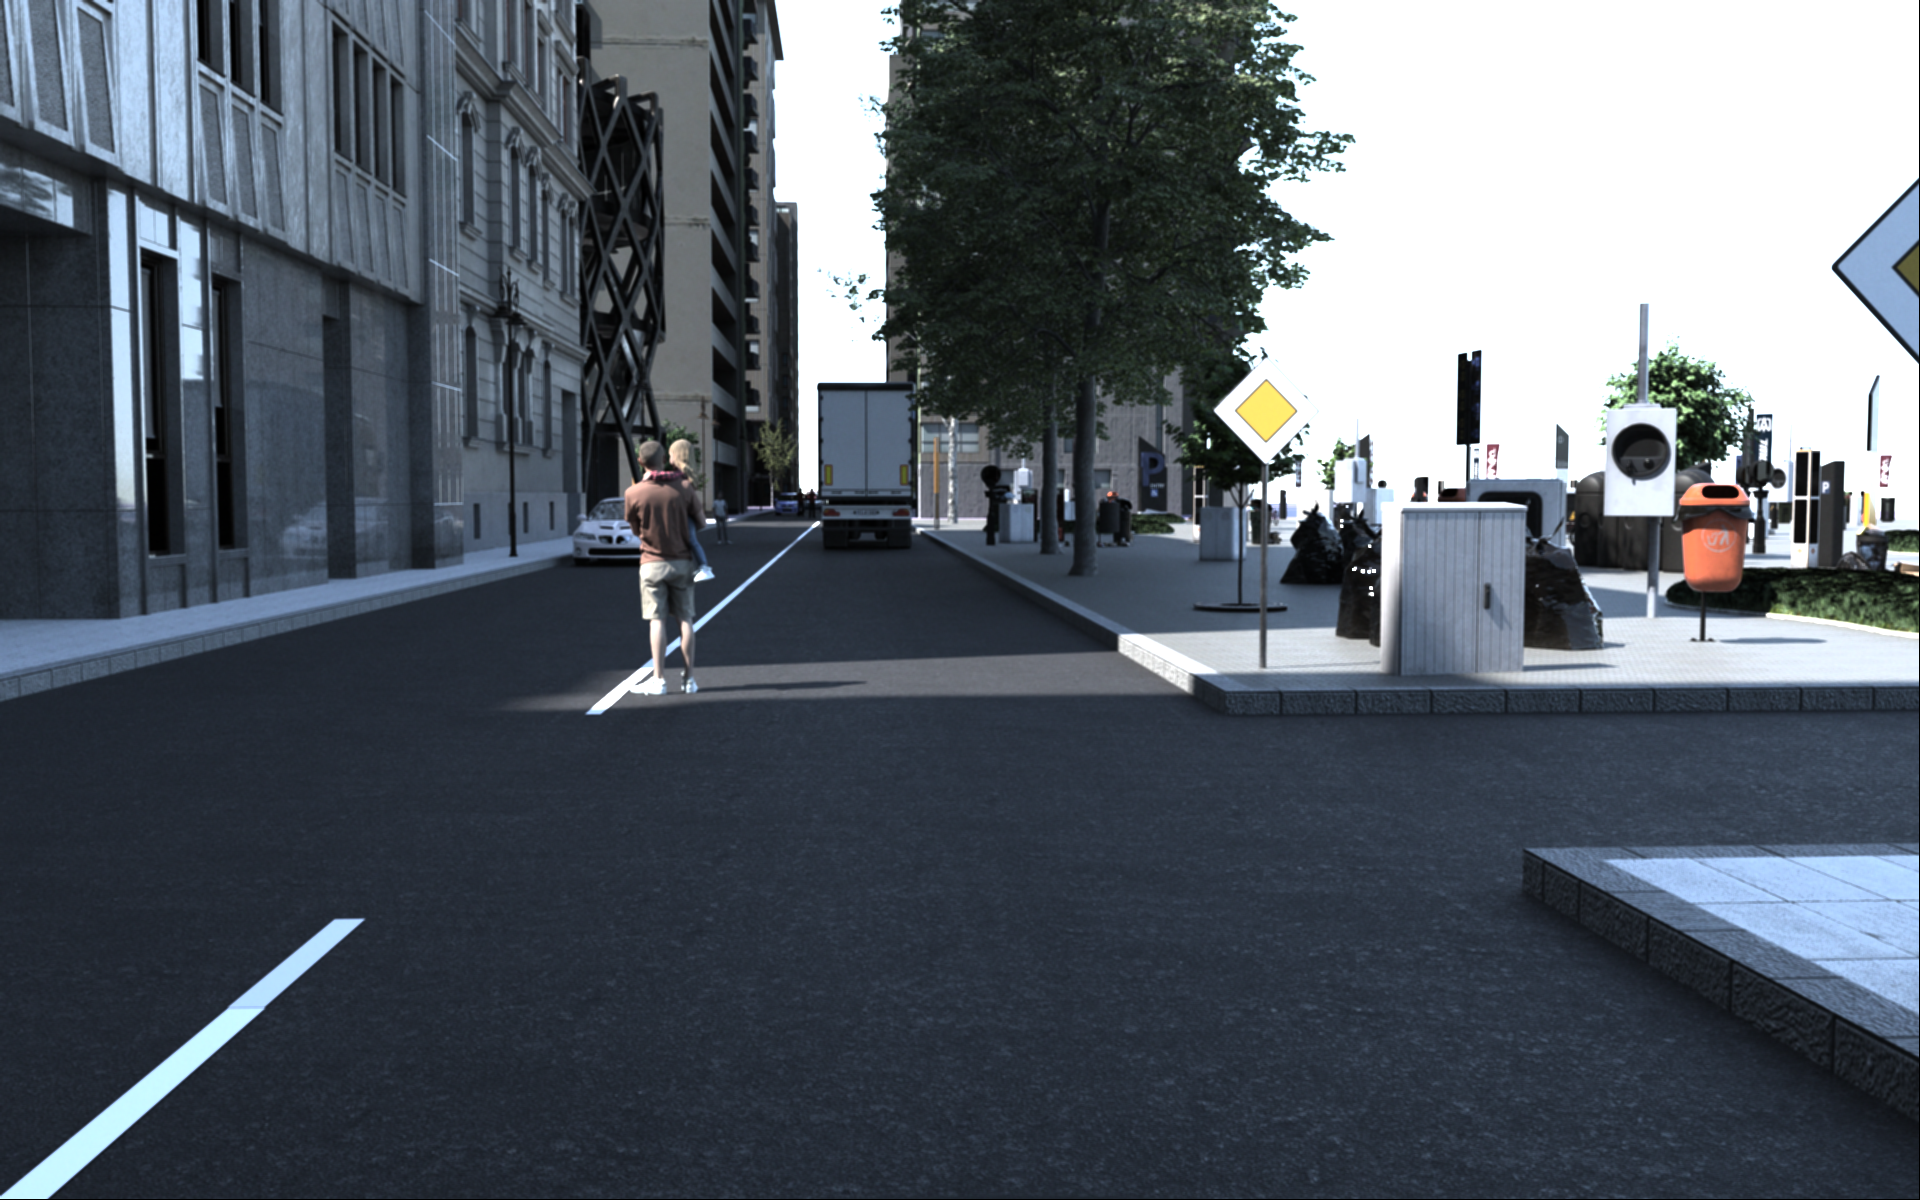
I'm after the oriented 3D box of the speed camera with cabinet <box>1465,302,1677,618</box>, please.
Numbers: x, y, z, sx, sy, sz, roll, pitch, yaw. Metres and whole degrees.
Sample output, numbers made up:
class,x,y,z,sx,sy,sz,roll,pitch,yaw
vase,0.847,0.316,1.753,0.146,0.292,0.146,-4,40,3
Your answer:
class,x,y,z,sx,sy,sz,roll,pitch,yaw
speed camera with cabinet,6.369,-1.453,18.088,2.038,3.252,0.660,1,4,23

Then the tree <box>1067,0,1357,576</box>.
class,x,y,z,sx,sy,sz,roll,pitch,yaw
tree,2.385,-6.667,27.126,7.486,12.596,7.792,0,3,0

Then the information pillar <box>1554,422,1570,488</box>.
class,x,y,z,sx,sy,sz,roll,pitch,yaw
information pillar,19.712,-4.002,56.780,0.504,3.616,0.183,-1,4,-11

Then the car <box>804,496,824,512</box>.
class,x,y,z,sx,sy,sz,roll,pitch,yaw
car,-11.701,-7.672,137.437,2.014,1.417,4.499,0,4,-6

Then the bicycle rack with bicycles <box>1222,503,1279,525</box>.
class,x,y,z,sx,sy,sz,roll,pitch,yaw
bicycle rack with bicycles,11.808,-3.558,71.562,2.852,0.926,2.925,0,4,1

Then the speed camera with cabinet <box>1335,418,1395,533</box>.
class,x,y,z,sx,sy,sz,roll,pitch,yaw
speed camera with cabinet,10.634,-3.127,45.456,2.038,3.252,0.660,-3,5,-44

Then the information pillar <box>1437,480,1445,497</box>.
class,x,y,z,sx,sy,sz,roll,pitch,yaw
information pillar,24.905,-5.212,89.701,0.304,2.012,0.304,-3,5,-44

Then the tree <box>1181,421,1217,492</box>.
class,x,y,z,sx,sy,sz,roll,pitch,yaw
tree,9.660,-4.823,62.574,4.285,4.588,4.351,0,3,0

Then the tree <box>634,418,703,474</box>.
class,x,y,z,sx,sy,sz,roll,pitch,yaw
tree,-12.598,-5.578,74.913,4.285,4.588,4.351,0,3,0

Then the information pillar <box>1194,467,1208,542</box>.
class,x,y,z,sx,sy,sz,roll,pitch,yaw
information pillar,6.402,-2.540,46.014,0.304,2.012,0.304,2,4,28

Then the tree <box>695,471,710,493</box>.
class,x,y,z,sx,sy,sz,roll,pitch,yaw
tree,-13.227,-5.585,85.913,1.663,3.219,1.824,0,3,0

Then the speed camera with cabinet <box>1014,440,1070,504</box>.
class,x,y,z,sx,sy,sz,roll,pitch,yaw
speed camera with cabinet,3.029,-4.270,64.157,2.038,3.252,0.660,0,4,0

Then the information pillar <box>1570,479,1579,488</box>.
class,x,y,z,sx,sy,sz,roll,pitch,yaw
information pillar,30.588,-5.005,86.322,0.304,2.012,0.304,-1,4,-15

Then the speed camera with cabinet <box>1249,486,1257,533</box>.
class,x,y,z,sx,sy,sz,roll,pitch,yaw
speed camera with cabinet,9.443,-3.867,57.556,0.660,3.252,2.038,1,4,19

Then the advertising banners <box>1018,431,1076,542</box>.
class,x,y,z,sx,sy,sz,roll,pitch,yaw
advertising banners,2.549,-3.080,46.542,2.074,3.025,0.090,-1,4,-17

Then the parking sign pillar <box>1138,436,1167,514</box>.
class,x,y,z,sx,sy,sz,roll,pitch,yaw
parking sign pillar,8.989,-5.648,80.813,1.447,3.967,1.447,-1,4,-14

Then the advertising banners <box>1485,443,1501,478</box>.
class,x,y,z,sx,sy,sz,roll,pitch,yaw
advertising banners,17.737,-3.908,60.080,2.074,3.025,0.090,3,5,42

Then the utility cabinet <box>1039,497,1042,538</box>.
class,x,y,z,sx,sy,sz,roll,pitch,yaw
utility cabinet,2.650,-2.405,50.486,0.306,1.237,1.020,2,4,27

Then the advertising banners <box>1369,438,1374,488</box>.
class,x,y,z,sx,sy,sz,roll,pitch,yaw
advertising banners,13.350,-3.618,55.344,0.090,3.025,2.074,2,4,29

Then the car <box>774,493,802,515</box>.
class,x,y,z,sx,sy,sz,roll,pitch,yaw
car,-11.661,-6.629,117.970,1.945,1.707,3.694,0,4,-2

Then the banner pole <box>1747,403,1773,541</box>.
class,x,y,z,sx,sy,sz,roll,pitch,yaw
banner pole,21.811,-3.510,47.401,0.401,3.779,0.863,-3,5,-43

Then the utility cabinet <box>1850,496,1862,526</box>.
class,x,y,z,sx,sy,sz,roll,pitch,yaw
utility cabinet,36.734,-3.659,70.992,0.306,1.237,1.020,3,4,36

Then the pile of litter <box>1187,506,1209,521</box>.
class,x,y,z,sx,sy,sz,roll,pitch,yaw
pile of litter,11.719,-4.230,83.125,1.719,0.858,1.176,1,4,23

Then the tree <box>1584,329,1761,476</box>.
class,x,y,z,sx,sy,sz,roll,pitch,yaw
tree,14.042,-3.106,34.502,4.285,4.588,4.351,0,3,0

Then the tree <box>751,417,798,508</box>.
class,x,y,z,sx,sy,sz,roll,pitch,yaw
tree,-17.519,-13.039,163.557,4.737,8.622,4.395,0,3,0

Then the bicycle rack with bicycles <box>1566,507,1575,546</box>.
class,x,y,z,sx,sy,sz,roll,pitch,yaw
bicycle rack with bicycles,16.008,-2.033,46.626,2.852,0.926,2.925,0,4,6

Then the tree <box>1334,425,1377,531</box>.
class,x,y,z,sx,sy,sz,roll,pitch,yaw
tree,10.682,-3.321,48.894,1.663,3.219,1.824,0,3,0

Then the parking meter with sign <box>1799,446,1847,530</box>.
class,x,y,z,sx,sy,sz,roll,pitch,yaw
parking meter with sign,31.140,-4.047,62.426,0.543,3.016,1.738,-2,4,-24

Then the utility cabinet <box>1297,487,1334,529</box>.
class,x,y,z,sx,sy,sz,roll,pitch,yaw
utility cabinet,11.385,-2.865,55.522,1.173,1.500,0.318,3,5,42

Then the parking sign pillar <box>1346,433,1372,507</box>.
class,x,y,z,sx,sy,sz,roll,pitch,yaw
parking sign pillar,17.536,-5.392,76.632,1.447,3.967,1.447,2,4,33

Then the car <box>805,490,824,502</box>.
class,x,y,z,sx,sy,sz,roll,pitch,yaw
car,-14.636,-10.067,173.272,2.281,1.827,5.304,0,4,-5

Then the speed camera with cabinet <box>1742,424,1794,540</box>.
class,x,y,z,sx,sy,sz,roll,pitch,yaw
speed camera with cabinet,22.893,-3.361,49.294,0.660,3.252,2.038,-2,4,-24

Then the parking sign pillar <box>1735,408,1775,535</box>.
class,x,y,z,sx,sy,sz,roll,pitch,yaw
parking sign pillar,25.041,-4.056,54.782,1.447,3.967,1.447,1,4,15

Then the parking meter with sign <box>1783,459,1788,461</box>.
class,x,y,z,sx,sy,sz,roll,pitch,yaw
parking meter with sign,41.516,-5.457,85.478,0.543,3.016,1.738,-2,4,-26

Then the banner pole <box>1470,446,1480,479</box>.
class,x,y,z,sx,sy,sz,roll,pitch,yaw
banner pole,24.505,-5.663,82.613,0.401,3.779,0.863,-2,4,-24

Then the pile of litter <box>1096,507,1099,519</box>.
class,x,y,z,sx,sy,sz,roll,pitch,yaw
pile of litter,5.863,-3.450,70.367,1.719,0.858,1.176,0,4,8

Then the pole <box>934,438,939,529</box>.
class,x,y,z,sx,sy,sz,roll,pitch,yaw
pole,-0.842,-4.213,62.728,0.158,3.312,0.155,0,3,0

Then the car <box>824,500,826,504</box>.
class,x,y,z,sx,sy,sz,roll,pitch,yaw
car,-15.031,-10.466,183.127,2.014,1.417,4.499,0,4,-4

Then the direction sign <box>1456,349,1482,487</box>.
class,x,y,z,sx,sy,sz,roll,pitch,yaw
direction sign,8.079,-2.175,27.560,0.379,3.537,0.876,0,4,-8

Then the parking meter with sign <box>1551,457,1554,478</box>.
class,x,y,z,sx,sy,sz,roll,pitch,yaw
parking meter with sign,27.005,-5.218,81.574,1.738,3.016,0.543,1,4,17

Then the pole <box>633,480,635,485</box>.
class,x,y,z,sx,sy,sz,roll,pitch,yaw
pole,-15.749,-5.508,83.892,0.158,3.312,0.155,0,3,0

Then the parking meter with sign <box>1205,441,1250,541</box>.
class,x,y,z,sx,sy,sz,roll,pitch,yaw
parking meter with sign,7.554,-3.118,47.238,1.738,3.016,0.543,1,4,15

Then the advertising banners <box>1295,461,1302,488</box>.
class,x,y,z,sx,sy,sz,roll,pitch,yaw
advertising banners,15.536,-4.922,76.661,2.074,3.025,0.090,-2,4,-28

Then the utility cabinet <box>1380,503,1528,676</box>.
class,x,y,z,sx,sy,sz,roll,pitch,yaw
utility cabinet,3.551,-0.079,12.458,1.020,1.237,0.306,-1,4,-16

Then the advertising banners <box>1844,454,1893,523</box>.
class,x,y,z,sx,sy,sz,roll,pitch,yaw
advertising banners,40.239,-4.939,76.948,2.074,3.025,0.090,1,4,23

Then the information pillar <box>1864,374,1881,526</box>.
class,x,y,z,sx,sy,sz,roll,pitch,yaw
information pillar,17.777,-2.594,33.760,0.183,3.616,0.504,3,5,44

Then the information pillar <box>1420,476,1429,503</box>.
class,x,y,z,sx,sy,sz,roll,pitch,yaw
information pillar,18.796,-4.011,70.068,0.304,2.012,0.304,0,4,2

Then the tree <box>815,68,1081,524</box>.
class,x,y,z,sx,sy,sz,roll,pitch,yaw
tree,0.130,-13.453,75.846,12.611,20.169,13.585,0,3,0

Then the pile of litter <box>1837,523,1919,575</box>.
class,x,y,z,sx,sy,sz,roll,pitch,yaw
pile of litter,13.365,-0.669,24.902,1.719,0.858,1.176,-1,4,-12

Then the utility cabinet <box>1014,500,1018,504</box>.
class,x,y,z,sx,sy,sz,roll,pitch,yaw
utility cabinet,2.970,-4.547,83.018,0.318,1.500,1.173,2,4,28

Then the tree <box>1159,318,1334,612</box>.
class,x,y,z,sx,sy,sz,roll,pitch,yaw
tree,2.989,-1.501,19.145,1.663,3.219,1.824,0,3,0

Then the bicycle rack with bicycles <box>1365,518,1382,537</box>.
class,x,y,z,sx,sy,sz,roll,pitch,yaw
bicycle rack with bicycles,10.371,-1.536,38.499,2.852,0.926,2.925,-3,5,-42

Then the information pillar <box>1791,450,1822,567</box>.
class,x,y,z,sx,sy,sz,roll,pitch,yaw
information pillar,14.096,-1.490,28.853,0.304,2.012,0.304,-2,4,-31

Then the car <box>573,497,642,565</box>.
class,x,y,z,sx,sy,sz,roll,pitch,yaw
car,-6.917,-1.472,36.421,2.083,1.381,4.827,0,4,-3
